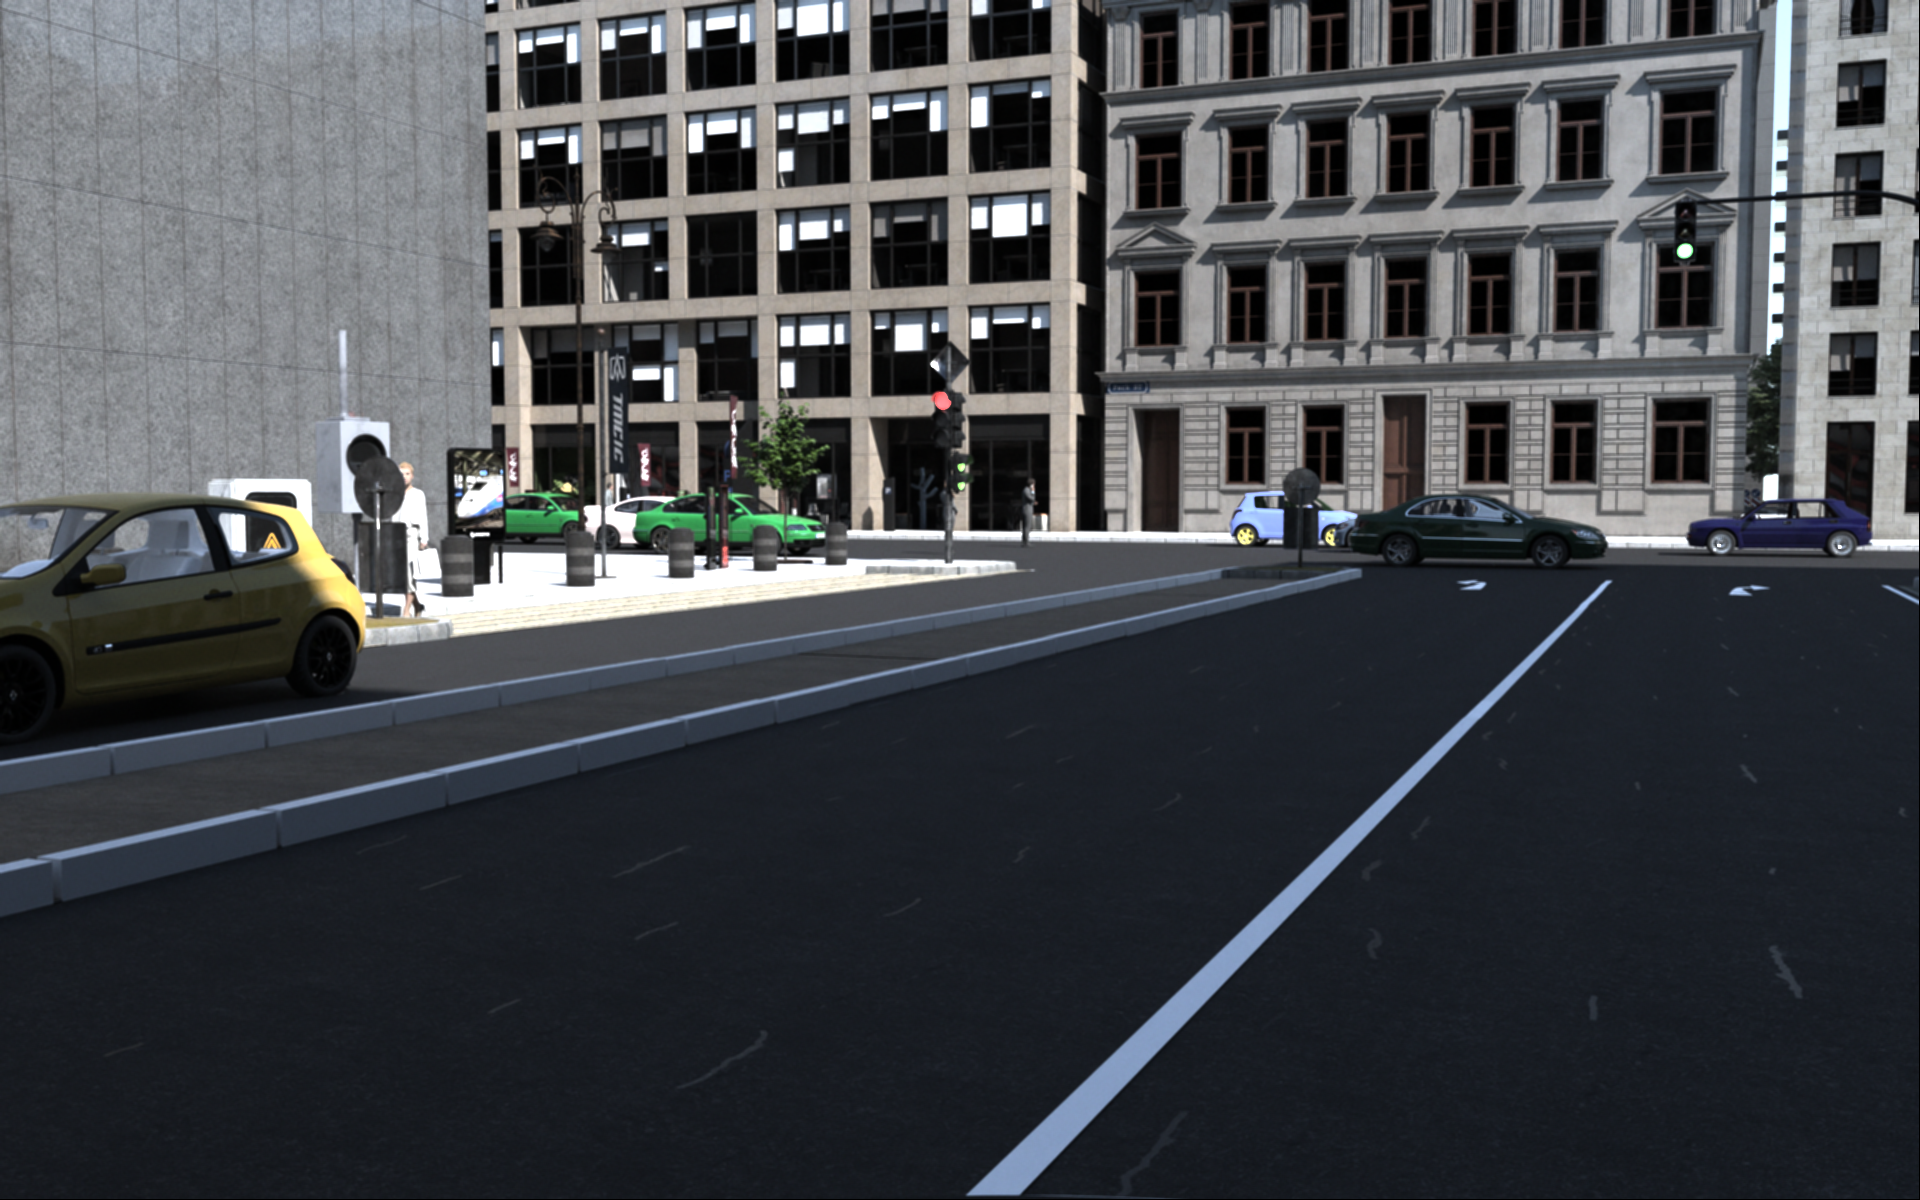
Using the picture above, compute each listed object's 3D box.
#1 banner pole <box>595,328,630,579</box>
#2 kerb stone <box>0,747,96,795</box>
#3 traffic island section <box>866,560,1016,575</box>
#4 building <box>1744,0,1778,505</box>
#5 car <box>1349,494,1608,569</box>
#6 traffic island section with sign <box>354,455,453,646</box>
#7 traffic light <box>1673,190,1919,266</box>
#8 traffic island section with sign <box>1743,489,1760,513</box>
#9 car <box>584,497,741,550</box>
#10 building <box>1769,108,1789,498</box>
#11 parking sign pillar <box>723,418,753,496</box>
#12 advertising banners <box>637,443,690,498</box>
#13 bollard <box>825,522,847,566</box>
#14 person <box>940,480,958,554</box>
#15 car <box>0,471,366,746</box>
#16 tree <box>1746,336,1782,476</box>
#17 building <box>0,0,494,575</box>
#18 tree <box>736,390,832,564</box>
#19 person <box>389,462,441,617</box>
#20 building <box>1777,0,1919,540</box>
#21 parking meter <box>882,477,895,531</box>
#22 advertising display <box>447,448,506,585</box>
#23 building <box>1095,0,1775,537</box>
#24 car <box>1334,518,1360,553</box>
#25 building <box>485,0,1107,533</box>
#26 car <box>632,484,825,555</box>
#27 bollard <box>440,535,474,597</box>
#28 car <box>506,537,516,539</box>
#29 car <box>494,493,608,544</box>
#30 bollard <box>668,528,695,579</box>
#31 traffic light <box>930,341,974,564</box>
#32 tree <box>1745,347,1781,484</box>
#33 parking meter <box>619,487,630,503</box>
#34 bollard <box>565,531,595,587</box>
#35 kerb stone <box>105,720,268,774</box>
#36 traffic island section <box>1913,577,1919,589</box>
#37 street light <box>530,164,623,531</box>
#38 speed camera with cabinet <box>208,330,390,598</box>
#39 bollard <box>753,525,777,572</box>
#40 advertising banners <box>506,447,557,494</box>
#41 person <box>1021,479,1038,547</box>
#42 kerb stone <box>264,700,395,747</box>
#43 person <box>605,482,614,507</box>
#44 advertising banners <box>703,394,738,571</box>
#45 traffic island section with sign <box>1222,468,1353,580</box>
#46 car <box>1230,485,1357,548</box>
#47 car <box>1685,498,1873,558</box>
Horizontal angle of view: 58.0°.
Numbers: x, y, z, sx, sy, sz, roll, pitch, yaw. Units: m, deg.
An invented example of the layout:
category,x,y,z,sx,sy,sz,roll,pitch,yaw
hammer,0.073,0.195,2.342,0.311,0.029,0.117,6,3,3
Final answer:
category,x,y,z,sx,sy,sz,roll,pitch,yaw
banner pole,-5.248,-2.208,26.123,0.863,3.779,0.401,3,5,41
kerb stone,-4.551,0.850,8.328,0.120,0.150,1.000,1,4,23
traffic island section,-0.225,-0.593,31.976,2.009,0.180,2.903,1,4,23
building,81.793,-40.773,208.631,28.212,58.520,21.231,1,4,23
car,10.229,-1.378,34.331,4.920,1.459,2.131,1,4,22
traffic island section with sign,-6.167,-0.519,17.111,1.989,1.847,2.006,1,4,23
traffic light,13.238,-3.140,26.008,4.771,5.953,1.251,1,4,23
traffic island section with sign,72.060,-9.202,159.087,1.989,1.847,2.006,1,4,23
car,-7.487,-1.985,44.816,4.827,1.381,2.083,1,4,22
building,109.602,-35.386,198.163,30.456,49.044,23.786,1,4,23
parking sign pillar,-7.815,-4.435,60.991,1.447,3.967,1.447,2,4,26
advertising banners,-10.223,-3.890,59.781,2.074,3.025,0.090,-3,5,-41
bollard,-2.233,-1.009,31.218,0.404,0.777,0.398,0,3,0
person,-0.201,-1.991,41.328,0.573,1.790,0.520,-3,5,-43
car,-5.740,-0.063,11.262,2.015,1.641,3.980,1,4,21
tree,56.297,-12.169,117.082,7.486,12.596,7.792,0,3,0
building,-19.753,-12.861,28.307,19.932,24.808,12.078,1,4,23
tree,-3.283,-2.304,32.280,1.663,3.219,1.824,0,3,0
person,-6.046,-0.627,19.097,0.694,1.780,0.624,2,4,30
building,33.445,-11.951,50.147,16.860,20.320,10.420,1,4,23
parking meter,-2.451,-3.294,59.575,0.399,1.863,0.255,1,4,15
advertising display,-6.811,-1.176,24.440,0.123,1.923,0.974,2,4,32
building,15.854,-13.594,58.417,21.152,22.565,11.583,1,4,23
car,11.420,-1.853,42.296,4.499,1.417,2.014,2,4,23
building,-8.259,-16.380,72.331,34.151,26.468,19.350,1,4,23
car,-5.382,-1.955,40.768,4.718,1.807,1.959,1,4,21
bollard,-6.290,-0.425,21.669,0.404,0.777,0.398,0,3,0
car,-15.821,-2.592,54.958,3.894,1.354,1.945,2,4,25
car,-11.760,-2.501,49.688,4.718,1.807,1.959,2,4,23
bollard,-4.258,-0.718,26.450,0.404,0.777,0.398,0,3,0
traffic light,-0.192,-2.624,31.827,0.839,4.253,0.868,1,4,23
tree,60.079,-12.438,125.418,6.751,12.117,7.091,0,3,0
parking meter,-12.383,-3.397,63.948,0.372,1.533,0.369,0,3,0
bollard,-5.273,-0.571,24.056,0.404,0.777,0.398,0,3,0
kerb stone,-4.147,0.791,9.270,0.120,0.150,1.000,1,4,23
traffic island section,15.231,-0.192,25.426,2.009,0.180,2.903,1,4,23
street light,-5.420,-3.173,24.673,0.468,5.910,1.993,1,4,23
speed camera with cabinet,-7.740,-1.592,20.368,0.660,3.252,2.038,3,4,38
bollard,-3.244,-0.863,28.830,0.404,0.777,0.398,0,3,0
advertising banners,-16.034,-4.197,64.808,2.074,3.025,0.090,1,4,15
person,1.885,-2.353,46.777,0.447,1.846,0.655,-1,4,-10
kerb stone,-3.741,0.733,10.213,0.120,0.150,1.000,1,4,23
person,-11.453,-2.929,56.493,0.391,1.810,0.635,-1,4,-14
advertising banners,-4.093,-2.060,29.865,0.090,3.025,2.074,1,4,8
traffic island section with sign,5.717,-1.320,29.719,2.006,1.907,1.989,1,4,23
car,9.217,-2.288,46.999,3.694,1.707,1.945,2,4,23
car,18.937,-1.687,40.170,3.894,1.354,1.945,1,4,22
